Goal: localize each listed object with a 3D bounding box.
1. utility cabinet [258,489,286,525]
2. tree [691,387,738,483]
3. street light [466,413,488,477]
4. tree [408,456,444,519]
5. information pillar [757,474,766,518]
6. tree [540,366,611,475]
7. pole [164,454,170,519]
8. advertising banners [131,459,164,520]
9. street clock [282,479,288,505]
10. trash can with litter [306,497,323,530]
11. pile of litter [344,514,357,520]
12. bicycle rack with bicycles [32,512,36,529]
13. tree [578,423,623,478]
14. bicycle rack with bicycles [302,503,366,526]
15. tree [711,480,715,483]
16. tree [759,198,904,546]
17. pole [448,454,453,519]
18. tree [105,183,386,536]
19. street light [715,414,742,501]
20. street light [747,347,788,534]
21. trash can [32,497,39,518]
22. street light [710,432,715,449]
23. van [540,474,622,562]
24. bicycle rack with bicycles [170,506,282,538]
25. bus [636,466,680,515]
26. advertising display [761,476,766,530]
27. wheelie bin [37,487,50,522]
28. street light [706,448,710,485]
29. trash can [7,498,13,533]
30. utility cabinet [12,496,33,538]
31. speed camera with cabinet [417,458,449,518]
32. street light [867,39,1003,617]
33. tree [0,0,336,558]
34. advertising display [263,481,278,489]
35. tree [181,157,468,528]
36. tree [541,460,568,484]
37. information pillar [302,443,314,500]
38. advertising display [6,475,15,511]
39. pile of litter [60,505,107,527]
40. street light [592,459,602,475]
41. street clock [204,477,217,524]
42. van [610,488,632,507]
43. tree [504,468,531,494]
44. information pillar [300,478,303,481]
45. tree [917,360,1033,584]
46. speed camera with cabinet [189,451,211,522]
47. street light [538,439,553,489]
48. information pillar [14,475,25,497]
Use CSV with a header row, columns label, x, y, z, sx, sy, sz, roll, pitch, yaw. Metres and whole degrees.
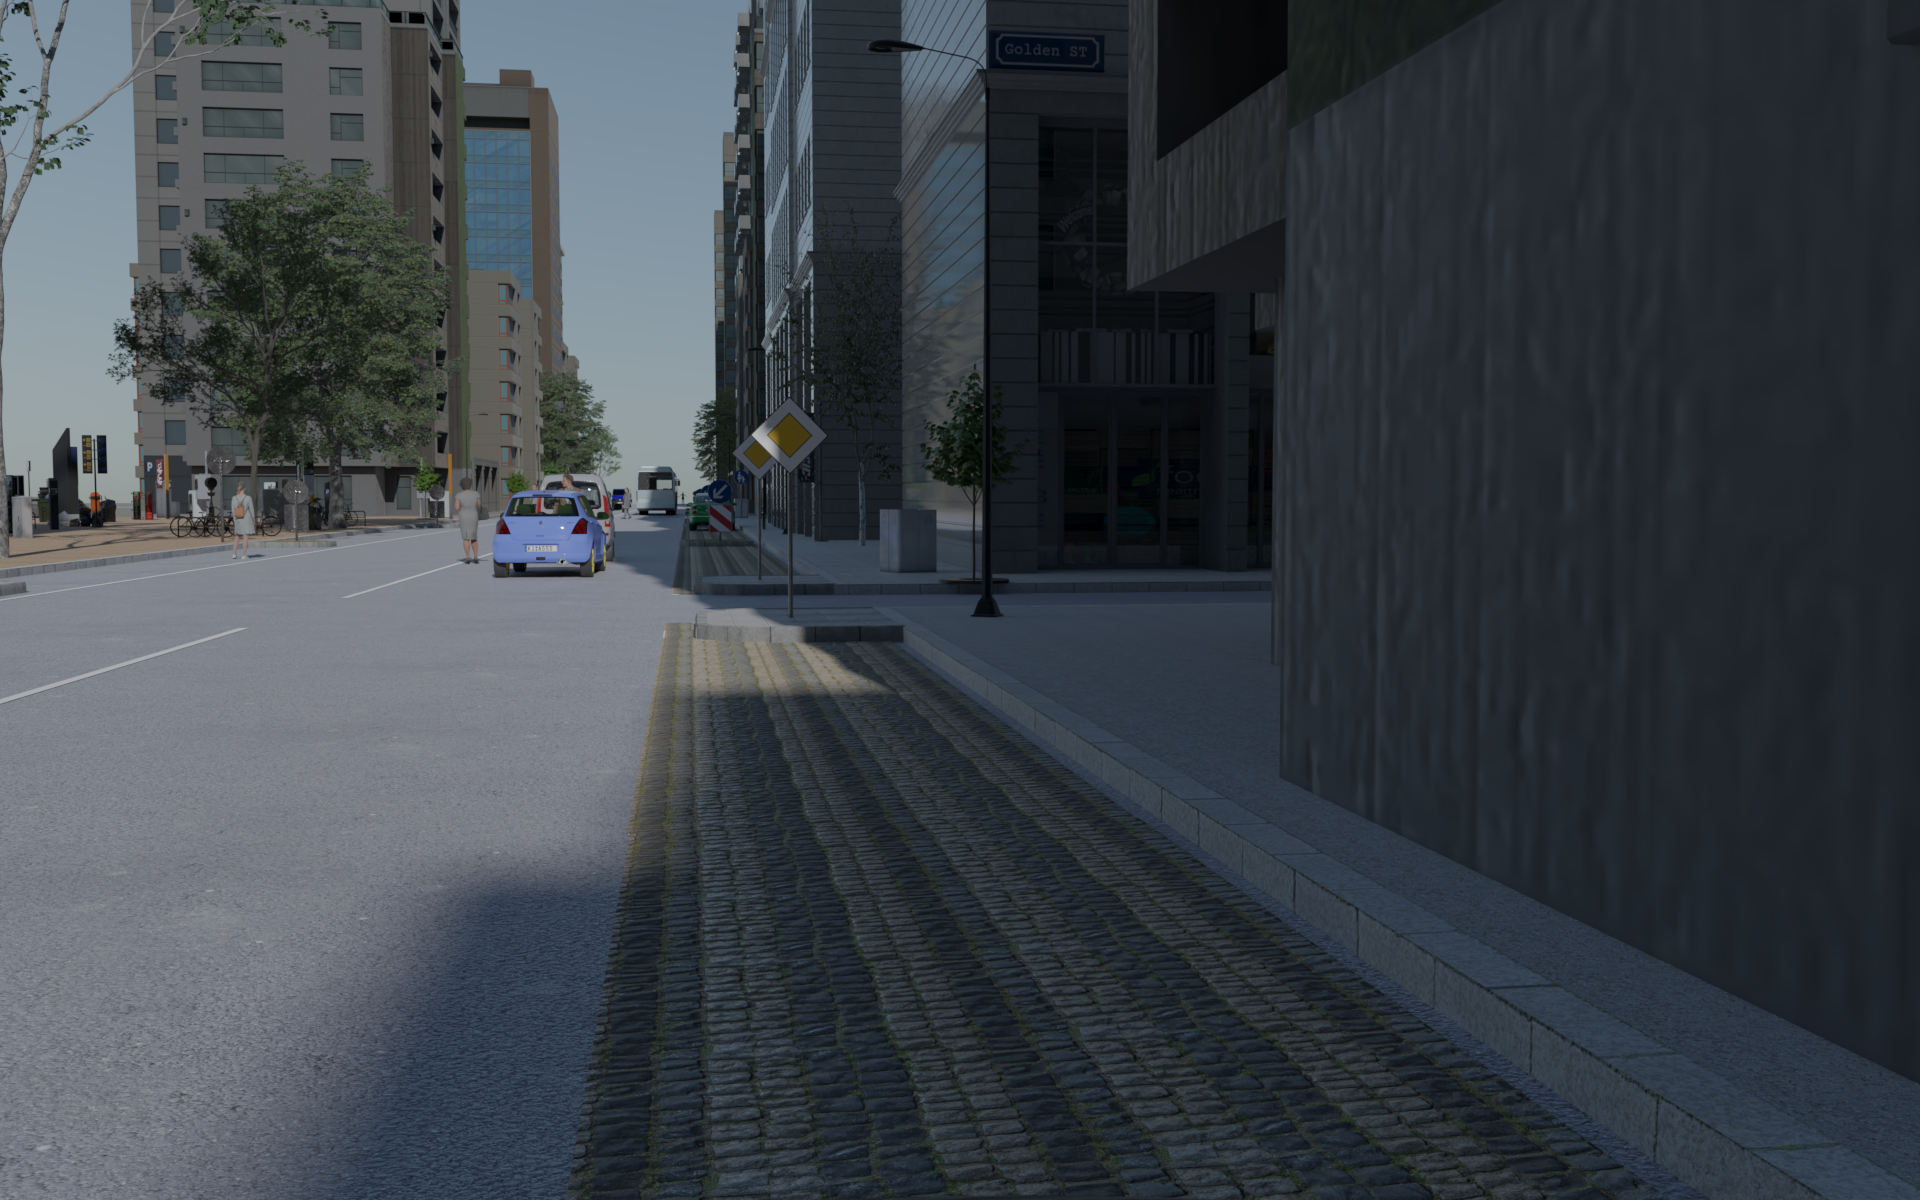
label,x,y,z,sx,sy,sz,roll,pitch,yaw
utility cabinet,-28.647,-3.883,72.165,0.318,1.500,1.173,2,4,27
tree,-24.979,-16.229,183.473,7.486,12.596,7.792,0,3,0
street light,-27.791,-7.768,99.553,1.470,5.913,1.316,-1,4,-9
tree,-27.087,-5.698,87.769,1.663,3.219,1.824,0,3,0
information pillar,-10.447,-6.107,91.207,0.504,3.616,0.183,0,4,4
tree,-39.975,-16.277,172.777,9.857,13.997,8.962,0,3,0
pole,-40.436,-5.777,88.294,0.158,3.312,0.155,0,3,0
advertising banners,-40.164,-5.474,85.681,2.074,3.025,0.090,1,4,18
street clock,-32.852,-4.880,84.365,0.358,2.002,0.471,-1,4,-10
trash can with litter,-23.148,-3.059,61.397,1.055,1.170,0.624,0,3,0
pile of litter,-30.500,-4.354,85.160,1.719,0.858,1.176,-1,4,-22
bicycle rack with bicycles,-35.186,-3.077,63.693,2.852,0.926,2.925,1,4,9
tree,-53.633,-20.186,255.797,9.928,11.665,9.643,0,3,0
bicycle rack with bicycles,-25.281,-3.410,69.136,2.852,0.926,2.925,2,4,24
tree,-30.963,-13.626,217.390,1.663,3.219,1.824,0,3,0
tree,-2.562,-5.645,42.655,4.360,8.622,3.978,0,3,0
pole,-25.961,-5.775,88.257,0.158,3.312,0.155,0,3,0
tree,-21.798,-7.247,52.905,8.767,10.594,7.601,-1,4,-13
street light,-13.238,-7.812,100.274,1.470,5.913,1.316,-1,4,-9
street light,-6.044,-5.041,54.963,1.470,5.913,1.316,-1,4,-9
trash can,-49.386,-4.943,92.467,0.748,1.137,0.748,0,3,0
street light,-17.758,-9.597,129.451,1.470,5.913,1.316,-1,4,-9
van,-8.433,-1.895,37.992,2.013,2.044,4.112,-1,4,-11
bicycle rack with bicycles,-22.036,-2.326,51.415,2.925,0.926,2.852,0,4,1
bus,-21.183,-7.745,121.489,2.948,3.499,13.247,-1,4,-8
advertising display,-7.150,-3.540,63.089,0.123,1.923,0.974,-1,4,-10
wheelie bin,-41.430,-4.326,78.641,0.980,1.594,0.693,0,4,-2
street light,-24.942,-12.385,175.030,1.470,5.913,1.316,-1,4,-9
trash can,-31.119,-2.751,56.626,0.748,1.137,0.748,0,3,0
utility cabinet,-27.451,-2.417,50.686,0.306,1.237,1.020,-3,5,-42
speed camera with cabinet,-28.597,-6.097,94.018,2.038,3.252,0.660,2,4,34
street light,-0.252,-2.776,17.928,1.470,5.913,1.316,-1,4,-9
tree,-19.476,-10.988,35.535,12.611,20.169,13.585,0,3,0
advertising display,-35.187,-5.090,88.438,0.974,1.923,0.123,2,4,30
tree,-23.474,-9.656,64.530,9.857,13.997,8.962,0,3,0
tree,-38.832,-11.116,165.464,4.285,4.588,4.351,0,3,0
information pillar,-28.746,-5.201,76.397,0.183,3.616,0.504,3,5,40
advertising display,-32.223,-3.242,58.225,0.974,1.923,0.123,1,4,10
pile of litter,-34.744,-3.341,68.587,1.719,0.858,1.176,-2,4,-26
street light,-47.677,-15.590,227.429,1.470,5.913,1.316,-1,4,-9
street clock,-32.515,-4.321,75.220,0.358,2.002,0.471,2,4,35
van,-36.188,-11.061,185.225,2.240,2.365,5.245,0,4,-7
tree,-33.016,-8.297,130.263,1.663,3.219,1.824,0,3,0
information pillar,-30.731,-4.691,81.183,0.304,2.012,0.304,-1,4,-13
tree,0.317,-1.867,25.126,1.663,3.219,1.824,0,3,0
speed camera with cabinet,-35.082,-5.232,79.880,0.660,3.252,2.038,-2,4,-35
street light,-34.787,-10.568,145.328,1.470,5.913,1.316,-1,4,-9
information pillar,-36.749,-3.861,67.617,0.304,2.012,0.304,1,4,18
